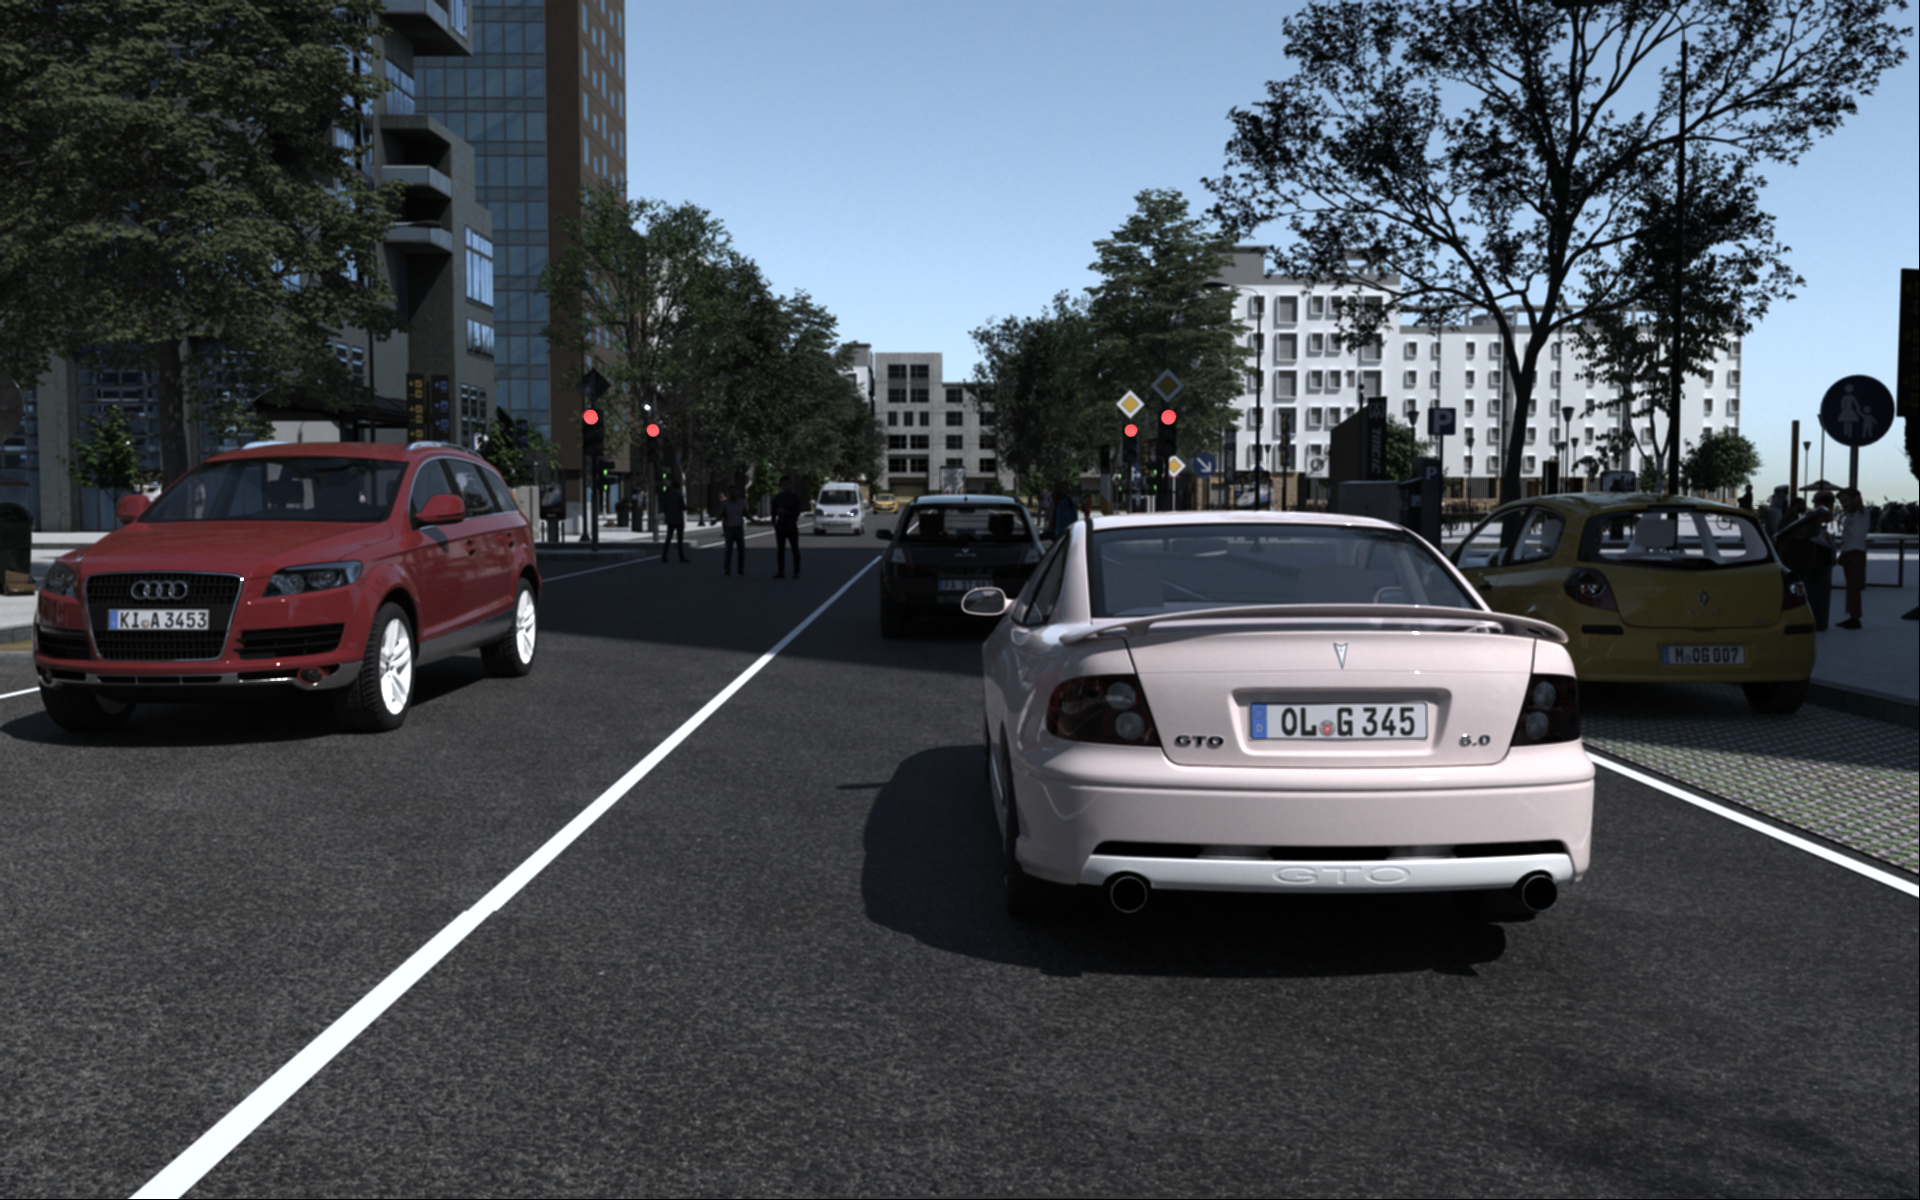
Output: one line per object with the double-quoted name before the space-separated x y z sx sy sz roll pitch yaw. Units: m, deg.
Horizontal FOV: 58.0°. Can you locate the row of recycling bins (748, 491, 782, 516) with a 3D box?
"row of recycling bins" -11.610 -5.943 104.274 1.069 1.692 3.534 -3 5 -41

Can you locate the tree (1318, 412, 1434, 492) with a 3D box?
"tree" 17.033 -5.213 68.951 4.285 4.588 4.351 0 3 0

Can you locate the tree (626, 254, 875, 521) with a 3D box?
"tree" -10.908 -10.060 81.492 9.611 12.733 9.660 0 3 0

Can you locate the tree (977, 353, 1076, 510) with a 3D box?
"tree" 6.730 -13.950 138.450 12.009 13.543 11.850 0 3 0

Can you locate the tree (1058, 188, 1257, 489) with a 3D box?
"tree" 7.569 -8.995 65.199 7.486 12.596 7.792 0 3 0

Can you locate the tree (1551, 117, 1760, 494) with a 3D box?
"tree" 14.009 -5.160 34.731 4.737 8.622 4.395 0 3 0

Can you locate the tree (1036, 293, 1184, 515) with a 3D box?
"tree" 7.641 -9.853 86.856 9.928 11.665 9.643 0 3 0

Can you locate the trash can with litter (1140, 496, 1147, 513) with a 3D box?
"trash can with litter" 7.621 -3.549 69.085 2.233 1.210 1.678 -3 4 -38

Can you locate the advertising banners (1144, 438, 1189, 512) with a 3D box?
"advertising banners" 6.449 -3.526 53.835 0.090 3.025 2.074 -2 4 -30

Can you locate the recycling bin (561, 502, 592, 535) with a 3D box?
"recycling bin" -11.983 -2.543 54.131 0.722 1.027 0.722 1 4 19

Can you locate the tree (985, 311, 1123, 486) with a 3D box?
"tree" 6.291 -11.692 108.175 9.611 12.733 9.660 0 3 0

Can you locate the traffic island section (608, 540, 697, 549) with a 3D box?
"traffic island section" -8.212 -1.492 46.668 2.009 0.180 2.903 0 4 0

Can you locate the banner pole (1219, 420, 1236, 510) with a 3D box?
"banner pole" 8.980 -4.188 58.493 0.863 3.779 0.401 3 5 41

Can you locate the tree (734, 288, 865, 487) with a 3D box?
"tree" -10.857 -12.204 106.195 9.857 13.997 8.962 0 3 0

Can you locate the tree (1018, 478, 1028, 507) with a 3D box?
"tree" 6.546 -10.862 172.194 1.663 3.219 1.824 0 3 0

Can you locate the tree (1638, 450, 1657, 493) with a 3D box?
"tree" 29.669 -4.888 74.520 1.663 3.219 1.824 0 3 0

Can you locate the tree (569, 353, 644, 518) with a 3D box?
"tree" -18.642 -8.607 91.092 4.737 8.622 4.395 0 3 0

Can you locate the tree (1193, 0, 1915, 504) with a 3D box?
"tree" 7.305 -5.395 22.629 8.767 10.594 7.601 0 4 0

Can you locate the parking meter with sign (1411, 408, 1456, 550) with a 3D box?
"parking meter with sign" 9.680 -2.426 35.921 0.543 3.016 1.738 0 4 -4

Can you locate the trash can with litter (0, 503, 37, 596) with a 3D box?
"trash can with litter" -12.069 -0.661 22.196 0.624 1.170 1.055 -3 5 -41

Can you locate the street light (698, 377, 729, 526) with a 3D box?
"street light" -9.763 -5.892 68.882 1.470 5.913 1.316 0 4 0

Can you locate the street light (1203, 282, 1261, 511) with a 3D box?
"street light" 6.014 -4.009 38.094 1.470 5.913 1.316 0 4 0

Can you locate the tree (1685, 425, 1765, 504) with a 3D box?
"tree" 35.770 -5.940 80.836 4.285 4.588 4.351 0 3 0

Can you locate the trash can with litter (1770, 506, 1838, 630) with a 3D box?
"trash can with litter" 7.731 -0.309 16.434 1.055 1.170 0.624 2 4 33

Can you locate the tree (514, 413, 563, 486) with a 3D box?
"tree" -17.898 -5.289 70.185 4.285 4.588 4.351 0 3 0

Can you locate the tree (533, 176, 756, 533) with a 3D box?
"tree" -10.413 -8.066 57.627 9.928 11.665 9.643 0 3 0

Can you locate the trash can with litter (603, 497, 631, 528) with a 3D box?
"trash can with litter" -13.088 -3.357 66.268 1.055 1.170 0.624 -3 5 -39

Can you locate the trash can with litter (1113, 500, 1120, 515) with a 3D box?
"trash can with litter" 7.936 -4.850 90.686 1.055 1.170 0.624 -3 4 -36

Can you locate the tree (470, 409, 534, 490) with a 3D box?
"tree" -10.536 -2.741 39.422 1.663 3.219 1.824 0 3 0

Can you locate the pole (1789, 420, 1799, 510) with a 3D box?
"pole" 23.154 -3.318 48.087 0.158 3.312 0.155 0 3 0

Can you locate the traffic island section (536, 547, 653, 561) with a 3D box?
"traffic island section" -8.168 -1.003 38.683 2.009 0.180 2.903 0 4 0

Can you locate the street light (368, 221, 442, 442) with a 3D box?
"street light" -9.501 -3.488 29.573 1.470 5.913 1.316 0 4 0

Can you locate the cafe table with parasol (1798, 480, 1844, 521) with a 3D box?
"cafe table with parasol" 40.496 -4.680 81.375 2.610 1.966 2.610 0 4 -4

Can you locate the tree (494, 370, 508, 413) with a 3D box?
"tree" -26.790 -8.846 94.997 4.737 8.622 4.395 0 3 0

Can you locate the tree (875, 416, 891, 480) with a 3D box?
"tree" -11.410 -13.643 140.064 9.611 12.733 9.660 0 3 0

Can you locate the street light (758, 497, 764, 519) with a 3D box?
"street light" -9.898 -7.232 90.784 1.470 5.913 1.316 0 4 0

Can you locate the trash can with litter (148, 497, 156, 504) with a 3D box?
"trash can with litter" -17.268 -1.644 37.941 1.678 1.210 2.233 3 4 38

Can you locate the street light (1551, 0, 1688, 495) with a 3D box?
"street light" 6.167 -2.670 16.192 1.470 5.913 1.316 0 4 0

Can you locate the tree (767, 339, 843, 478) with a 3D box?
"tree" -12.273 -12.773 126.959 7.486 12.596 7.792 0 3 0

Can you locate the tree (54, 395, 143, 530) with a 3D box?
"tree" -16.465 -2.401 33.863 1.663 3.219 1.824 0 3 0

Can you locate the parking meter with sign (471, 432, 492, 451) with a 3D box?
"parking meter with sign" -13.527 -3.271 49.737 0.543 3.016 1.738 0 4 -2

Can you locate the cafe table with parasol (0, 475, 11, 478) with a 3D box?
"cafe table with parasol" -21.318 -1.958 36.885 2.610 1.966 2.610 -1 4 -14

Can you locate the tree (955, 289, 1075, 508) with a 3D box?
"tree" 7.270 -18.642 160.684 12.611 20.169 13.585 0 3 0

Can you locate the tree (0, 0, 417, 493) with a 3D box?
"tree" -11.007 -6.414 22.999 7.486 12.596 7.792 0 3 0

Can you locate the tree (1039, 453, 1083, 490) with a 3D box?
"tree" 7.020 -8.334 119.980 4.285 4.588 4.351 0 3 0

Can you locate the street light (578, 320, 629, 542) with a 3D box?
"street light" -9.541 -4.518 46.417 1.470 5.913 1.316 0 4 0

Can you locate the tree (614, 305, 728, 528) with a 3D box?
"tree" -10.534 -7.005 64.887 4.360 8.622 3.978 0 3 0

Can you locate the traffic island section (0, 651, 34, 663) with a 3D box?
"traffic island section" -7.706 0.437 15.719 1.991 0.108 1.994 0 4 0

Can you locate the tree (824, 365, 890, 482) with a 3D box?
"tree" -11.486 -15.536 164.376 12.009 13.543 11.850 0 3 0

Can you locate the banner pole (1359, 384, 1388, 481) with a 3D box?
"banner pole" 9.306 -3.017 39.338 0.863 3.779 0.401 3 5 39

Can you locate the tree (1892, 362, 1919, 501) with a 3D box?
"tree" 61.016 -12.226 101.723 13.155 14.587 18.604 0 4 -7

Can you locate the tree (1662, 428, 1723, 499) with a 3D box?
"tree" 21.692 -3.415 50.437 1.663 3.219 1.824 0 3 0

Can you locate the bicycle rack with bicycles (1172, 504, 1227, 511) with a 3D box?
"bicycle rack with bicycles" 8.483 -3.023 62.803 2.852 0.926 2.925 1 4 23

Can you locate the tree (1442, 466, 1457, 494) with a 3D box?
"tree" 28.910 -6.736 104.728 1.663 3.219 1.824 0 3 0

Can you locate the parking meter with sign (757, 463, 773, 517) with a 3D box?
"parking meter with sign" -10.842 -6.113 96.203 0.543 3.016 1.738 1 4 9
